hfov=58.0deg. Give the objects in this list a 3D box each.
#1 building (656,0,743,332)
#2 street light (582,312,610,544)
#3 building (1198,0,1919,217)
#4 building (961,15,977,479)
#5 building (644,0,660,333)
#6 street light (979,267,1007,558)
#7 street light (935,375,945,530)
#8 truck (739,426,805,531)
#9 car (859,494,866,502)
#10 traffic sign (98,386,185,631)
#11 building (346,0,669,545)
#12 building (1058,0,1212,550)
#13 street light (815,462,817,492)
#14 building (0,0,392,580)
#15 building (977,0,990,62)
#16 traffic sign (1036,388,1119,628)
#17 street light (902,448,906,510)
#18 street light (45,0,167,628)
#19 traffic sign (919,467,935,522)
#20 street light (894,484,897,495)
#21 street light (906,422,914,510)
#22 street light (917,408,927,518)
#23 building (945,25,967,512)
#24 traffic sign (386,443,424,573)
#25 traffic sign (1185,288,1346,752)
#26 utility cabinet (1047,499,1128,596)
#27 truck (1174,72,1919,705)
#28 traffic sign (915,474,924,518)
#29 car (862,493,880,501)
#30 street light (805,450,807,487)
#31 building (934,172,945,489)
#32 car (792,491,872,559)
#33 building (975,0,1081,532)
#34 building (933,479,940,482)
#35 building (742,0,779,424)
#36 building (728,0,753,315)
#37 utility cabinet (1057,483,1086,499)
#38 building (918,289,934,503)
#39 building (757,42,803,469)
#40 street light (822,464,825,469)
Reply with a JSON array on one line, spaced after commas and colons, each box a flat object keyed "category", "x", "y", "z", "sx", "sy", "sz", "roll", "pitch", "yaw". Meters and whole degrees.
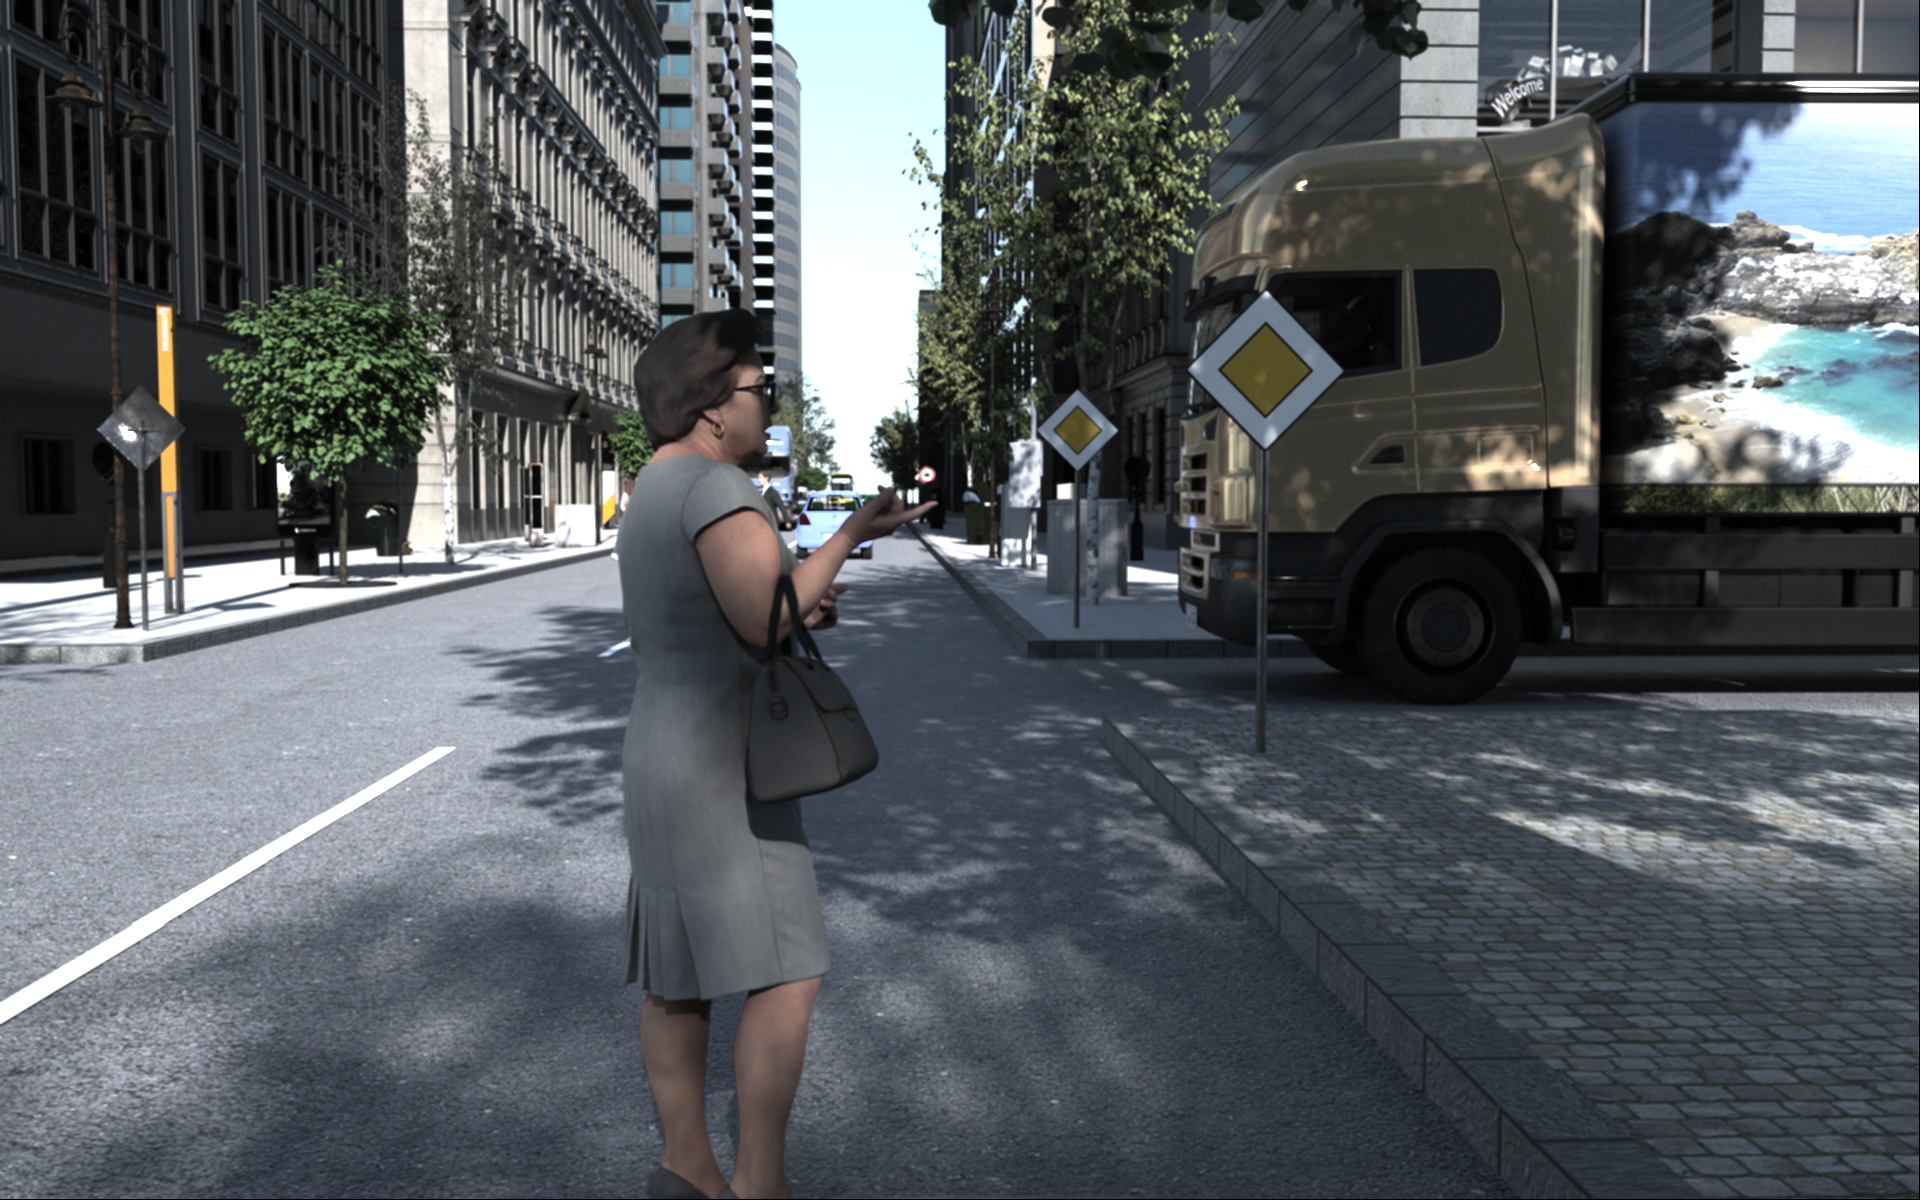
[{"category": "building", "x": -28.019, "y": -31.162, "z": 129.111, "sx": 23.786, "sy": 49.044, "sz": 30.456, "roll": 0, "pitch": 4, "yaw": -3}, {"category": "street light", "x": -9.273, "y": -4.368, "z": 44.213, "sx": 0.468, "sy": 5.910, "sz": 1.993, "roll": 0, "pitch": 4, "yaw": -3}, {"category": "building", "x": 19.235, "y": -15.095, "z": 24.293, "sx": 29.804, "sy": 29.767, "sz": 11.434, "roll": 0, "pitch": 4, "yaw": -3}, {"category": "building", "x": 7.468, "y": -28.454, "z": 115.338, "sx": 14.600, "sy": 45.320, "sz": 14.200, "roll": 0, "pitch": 4, "yaw": -3}, {"category": "building", "x": -30.884, "y": -25.086, "z": 102.041, "sx": 32.217, "sy": 40.220, "sz": 23.993, "roll": 0, "pitch": 4, "yaw": -3}, {"category": "street light", "x": 0.642, "y": -3.769, "z": 34.410, "sx": 0.468, "sy": 5.910, "sz": 1.993, "roll": 0, "pitch": 4, "yaw": -3}, {"category": "street light", "x": -0.669, "y": -5.478, "z": 62.352, "sx": 0.468, "sy": 5.910, "sz": 1.993, "roll": 0, "pitch": 4, "yaw": -3}, {"category": "truck", "x": -8.093, "y": -5.161, "z": 74.139, "sx": 2.967, "sy": 4.110, "sz": 18.799, "roll": 0, "pitch": 4, "yaw": -3}, {"category": "car", "x": -7.108, "y": -7.238, "z": 127.138, "sx": 1.959, "sy": 1.807, "sz": 4.718, "roll": 0, "pitch": 4, "yaw": -3}, {"category": "traffic sign", "x": -7.619, "y": -0.765, "z": 16.147, "sx": 0.795, "sy": 2.450, "sz": 0.064, "roll": 0, "pitch": 4, "yaw": -3}, {"category": "building", "x": -21.584, "y": -17.582, "z": 63.885, "sx": 17.030, "sy": 29.872, "sz": 44.131, "roll": 0, "pitch": 4, "yaw": -3}, {"category": "building", "x": 8.961, "y": -11.224, "z": 48.139, "sx": 10.561, "sy": 19.102, "sz": 19.286, "roll": 0, "pitch": 4, "yaw": -3}, {"category": "street light", "x": -16.960, "y": -14.157, "z": 204.254, "sx": 0.468, "sy": 5.910, "sz": 1.993, "roll": 0, "pitch": 4, "yaw": -3}, {"category": "building", "x": -19.915, "y": -14.432, "z": 29.469, "sx": 14.314, "sy": 27.812, "sz": 24.014, "roll": 0, "pitch": 4, "yaw": -3}, {"category": "building", "x": 7.903, "y": -25.551, "z": 101.351, "sx": 14.154, "sy": 41.232, "sz": 14.086, "roll": 0, "pitch": 4, "yaw": -3}, {"category": "traffic sign", "x": 1.117, "y": -0.789, "z": 16.539, "sx": 0.795, "sy": 2.450, "sz": 0.064, "roll": 0, "pitch": 4, "yaw": -3}, {"category": "street light", "x": -4.332, "y": -10.215, "z": 139.809, "sx": 0.468, "sy": 5.910, "sz": 1.993, "roll": 0, "pitch": 4, "yaw": -3}, {"category": "street light", "x": -8.026, "y": -2.670, "z": 16.444, "sx": 0.468, "sy": 5.910, "sz": 1.993, "roll": 0, "pitch": 4, "yaw": -3}, {"category": "traffic sign", "x": -1.527, "y": -4.899, "z": 80.205, "sx": 0.768, "sy": 2.556, "sz": 0.104, "roll": 0, "pitch": 4, "yaw": 4}, {"category": "street light", "x": -6.899, "y": -13.576, "z": 194.751, "sx": 0.468, "sy": 5.910, "sz": 1.993, "roll": 0, "pitch": 4, "yaw": -3}, {"category": "street light", "x": -3.024, "y": -8.456, "z": 111.046, "sx": 0.468, "sy": 5.910, "sz": 1.993, "roll": 0, "pitch": 4, "yaw": -3}, {"category": "street light", "x": -2.002, "y": -7.244, "z": 91.235, "sx": 0.468, "sy": 5.910, "sz": 1.993, "roll": 0, "pitch": 4, "yaw": -3}, {"category": "building", "x": 9.322, "y": -36.343, "z": 136.213, "sx": 21.231, "sy": 58.520, "sz": 28.212, "roll": 0, "pitch": 4, "yaw": -3}, {"category": "traffic sign", "x": -9.062, "y": -1.641, "z": 28.020, "sx": 0.795, "sy": 2.450, "sz": 0.064, "roll": 0, "pitch": 4, "yaw": 3}, {"category": "traffic sign", "x": 1.495, "y": -0.301, "z": 8.563, "sx": 0.795, "sy": 2.450, "sz": 0.064, "roll": 0, "pitch": 4, "yaw": -3}, {"category": "utility cabinet", "x": 1.611, "y": -0.664, "z": 22.020, "sx": 1.020, "sy": 1.237, "sz": 0.306, "roll": 2, "pitch": 4, "yaw": 31}, {"category": "truck", "x": 6.662, "y": -1.460, "z": 12.792, "sx": 11.283, "sy": 4.237, "sz": 2.839, "roll": 0, "pitch": 4, "yaw": -1}, {"category": "traffic sign", "x": -1.703, "y": -4.860, "z": 80.652, "sx": 0.795, "sy": 2.450, "sz": 0.064, "roll": 0, "pitch": 4, "yaw": 1}, {"category": "car", "x": -5.201, "y": -6.075, "z": 108.118, "sx": 1.959, "sy": 1.807, "sz": 4.718, "roll": 0, "pitch": 4, "yaw": -1}, {"category": "street light", "x": -15.640, "y": -12.471, "z": 176.691, "sx": 0.468, "sy": 5.910, "sz": 1.993, "roll": 0, "pitch": 4, "yaw": -3}, {"category": "building", "x": 5.223, "y": -23.628, "z": 158.019, "sx": 14.160, "sy": 30.474, "sz": 14.107, "roll": 0, "pitch": 4, "yaw": -3}, {"category": "car", "x": -2.857, "y": -1.818, "z": 39.318, "sx": 1.945, "sy": 1.707, "sz": 3.694, "roll": 0, "pitch": 4, "yaw": -5}, {"category": "building", "x": 11.226, "y": -16.546, "z": 75.037, "sx": 19.350, "sy": 26.468, "sz": 34.151, "roll": 0, "pitch": 4, "yaw": -3}, {"category": "building", "x": 11.936, "y": -32.646, "z": 225.638, "sx": 32.217, "sy": 40.220, "sz": 23.993, "roll": 0, "pitch": 4, "yaw": -3}, {"category": "building", "x": -30.261, "y": -53.730, "z": 191.161, "sx": 22.319, "sy": 86.520, "sz": 31.000, "roll": 0, "pitch": 4, "yaw": -3}, {"category": "building", "x": -25.588, "y": -30.675, "z": 151.651, "sx": 14.600, "sy": 45.320, "sz": 14.200, "roll": 0, "pitch": 4, "yaw": -3}, {"category": "utility cabinet", "x": 2.281, "y": -1.644, "z": 35.560, "sx": 0.318, "sy": 1.500, "sz": 1.173, "roll": 1, "pitch": 4, "yaw": 20}, {"category": "building", "x": 1.069, "y": -28.915, "z": 244.458, "sx": 14.160, "sy": 30.474, "sz": 14.107, "roll": 0, "pitch": 4, "yaw": -3}, {"category": "building", "x": -31.395, "y": -41.606, "z": 222.252, "sx": 21.231, "sy": 58.520, "sz": 28.212, "roll": 0, "pitch": 4, "yaw": -3}, {"category": "street light", "x": -18.359, "y": -15.891, "z": 232.611, "sx": 0.468, "sy": 5.910, "sz": 1.993, "roll": 0, "pitch": 4, "yaw": -3}]
